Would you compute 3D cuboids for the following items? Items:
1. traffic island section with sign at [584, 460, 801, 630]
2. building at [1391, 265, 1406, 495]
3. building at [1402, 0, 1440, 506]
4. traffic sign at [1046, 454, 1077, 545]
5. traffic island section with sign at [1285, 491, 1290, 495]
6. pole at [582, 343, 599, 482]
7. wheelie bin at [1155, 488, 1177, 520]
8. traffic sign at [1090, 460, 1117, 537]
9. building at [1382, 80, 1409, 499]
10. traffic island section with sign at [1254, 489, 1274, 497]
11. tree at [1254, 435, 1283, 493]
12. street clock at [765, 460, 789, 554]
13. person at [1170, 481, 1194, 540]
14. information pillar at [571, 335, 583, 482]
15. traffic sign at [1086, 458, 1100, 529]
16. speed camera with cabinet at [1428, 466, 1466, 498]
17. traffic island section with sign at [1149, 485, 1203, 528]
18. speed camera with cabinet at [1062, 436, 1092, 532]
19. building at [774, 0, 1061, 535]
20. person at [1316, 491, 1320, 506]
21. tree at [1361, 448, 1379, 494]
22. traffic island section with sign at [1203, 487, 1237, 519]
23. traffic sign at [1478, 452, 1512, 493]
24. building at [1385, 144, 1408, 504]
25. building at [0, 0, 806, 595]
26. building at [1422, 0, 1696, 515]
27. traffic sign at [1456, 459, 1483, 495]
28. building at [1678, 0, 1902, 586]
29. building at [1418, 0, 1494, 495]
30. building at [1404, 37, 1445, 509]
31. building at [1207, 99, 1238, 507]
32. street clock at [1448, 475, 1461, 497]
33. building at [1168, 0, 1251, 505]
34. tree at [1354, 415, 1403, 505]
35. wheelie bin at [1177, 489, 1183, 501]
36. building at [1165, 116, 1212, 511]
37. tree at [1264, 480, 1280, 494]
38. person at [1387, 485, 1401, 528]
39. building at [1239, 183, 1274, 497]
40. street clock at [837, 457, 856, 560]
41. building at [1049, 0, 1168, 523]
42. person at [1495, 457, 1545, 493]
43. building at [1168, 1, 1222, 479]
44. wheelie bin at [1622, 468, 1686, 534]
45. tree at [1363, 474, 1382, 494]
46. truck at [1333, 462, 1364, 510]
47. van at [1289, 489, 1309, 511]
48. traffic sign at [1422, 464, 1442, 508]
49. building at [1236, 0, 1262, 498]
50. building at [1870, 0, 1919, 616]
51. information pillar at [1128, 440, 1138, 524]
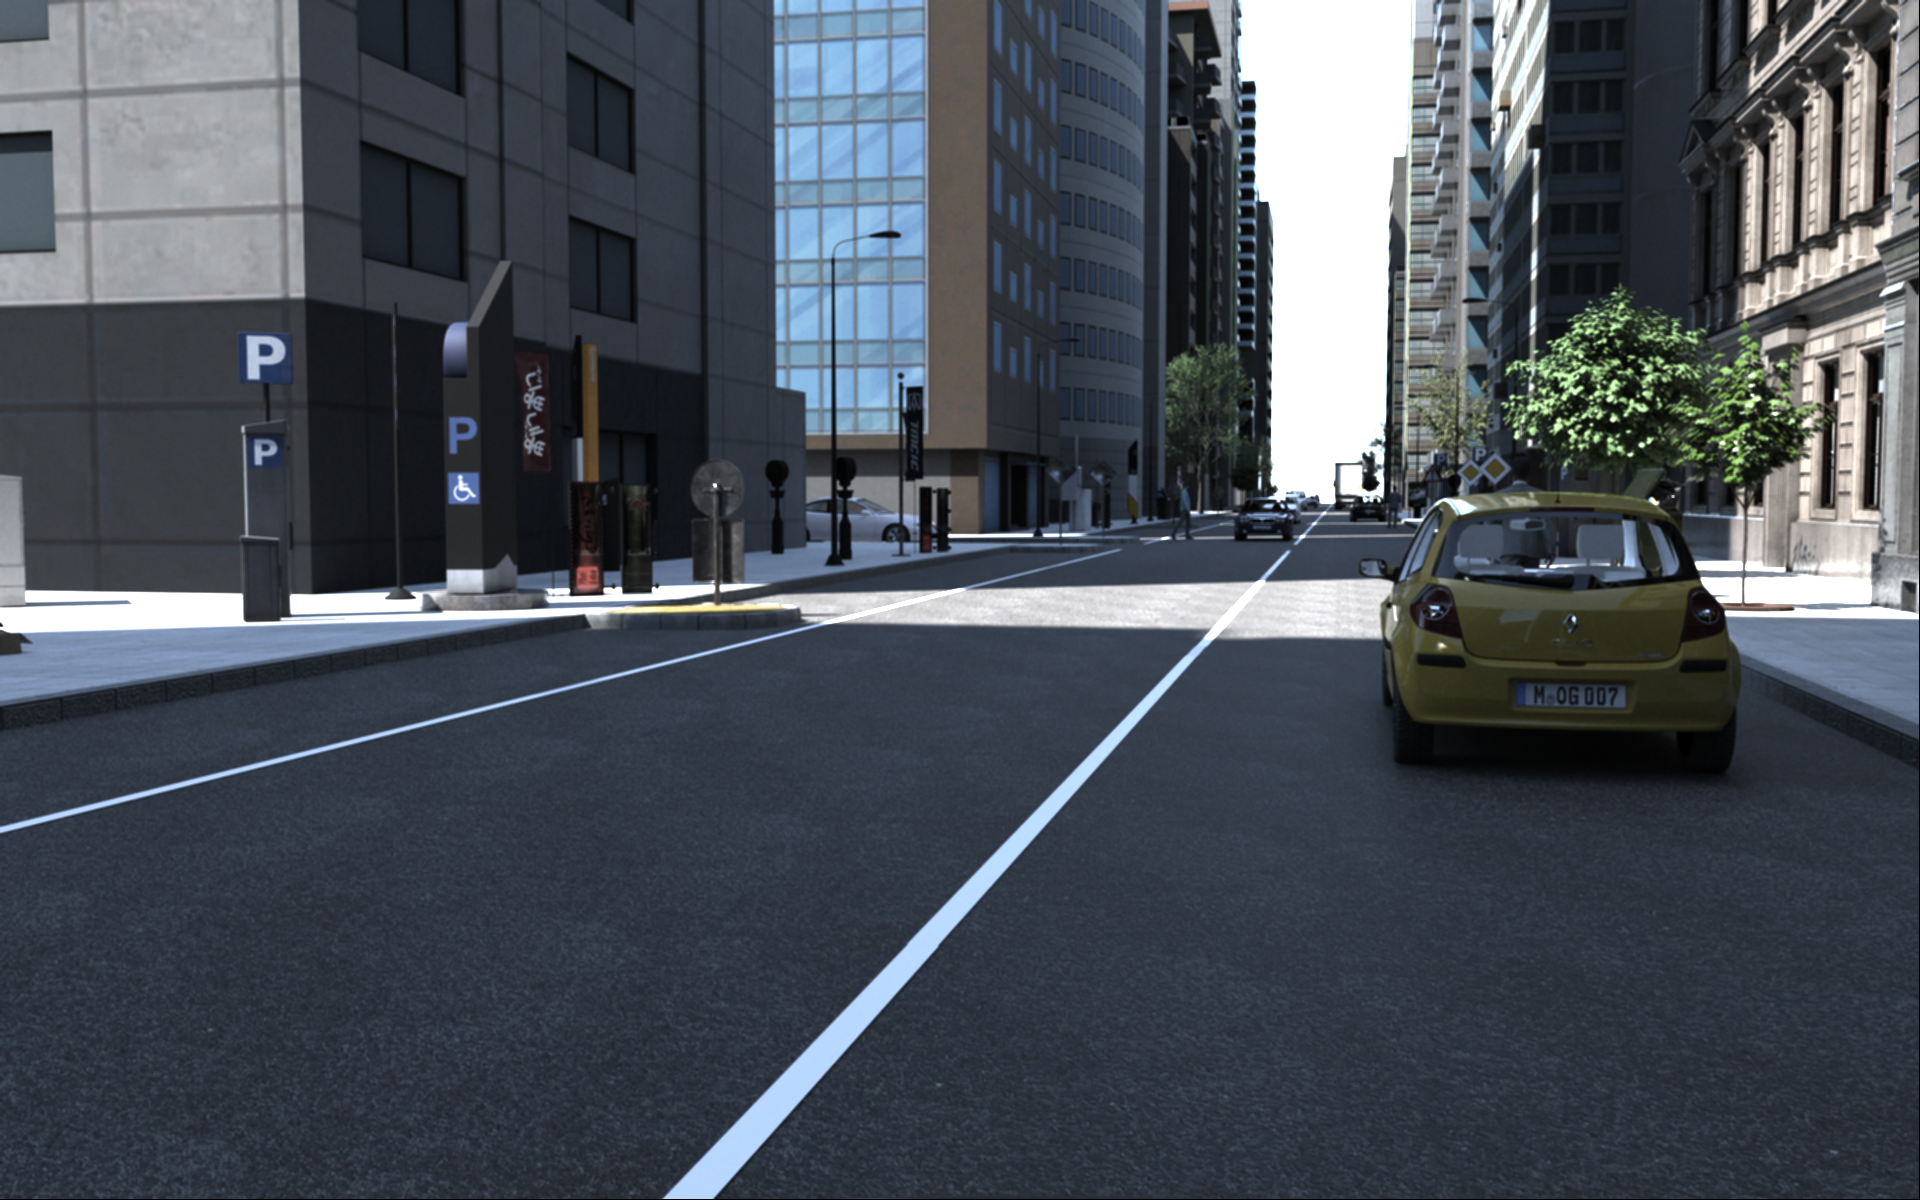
[{"bbox_3d":[-2.856,-0.649,19.238,1.989,1.847,2.006,1,4,12],"label":"traffic island section with sign"},{"bbox_3d":[61.603,-27.277,217.676,14.160,30.474,14.107,1,4,12],"label":"building"},{"bbox_3d":[56.477,-38.846,177.135,21.231,58.520,28.212,1,4,12],"label":"building"},{"bbox_3d":[2.535,-2.439,43.525,0.795,2.450,0.064,1,4,12],"label":"traffic sign"},{"bbox_3d":[49.286,-15.119,255.826,1.989,1.847,2.006,1,4,12],"label":"traffic island section with sign"},{"bbox_3d":[-5.027,-1.821,23.612,0.158,3.312,0.155,0,3,0],"label":"pole"},{"bbox_3d":[10.195,-4.822,86.744,0.693,1.594,0.980,2,4,32],"label":"wheelie bin"},{"bbox_3d":[4.254,-2.916,51.323,0.795,2.450,0.064,1,4,12],"label":"traffic sign"},{"bbox_3d":[75.454,-57.846,258.454,22.319,86.520,31.000,1,4,12],"label":"building"},{"bbox_3d":[25.534,-8.525,148.015,1.989,1.847,2.006,1,4,12],"label":"traffic island section with sign"},{"bbox_3d":[37.501,-15.993,211.842,4.360,8.622,3.978,0,3,0],"label":"tree"},{"bbox_3d":[-3.917,-1.991,37.130,0.471,2.002,0.358,2,4,32],"label":"street clock"},{"bbox_3d":[7.028,-2.826,54.561,0.748,1.841,0.638,1,4,21],"label":"person"},{"bbox_3d":[-5.683,-2.104,25.748,0.183,3.616,0.504,-1,4,-22],"label":"information pillar"},{"bbox_3d":[5.011,-3.867,63.233,0.884,2.594,0.081,1,4,13],"label":"traffic sign"},{"bbox_3d":[25.566,-5.908,90.933,0.660,3.252,2.038,-2,4,-34],"label":"speed camera with cabinet"},{"bbox_3d":[9.093,-3.962,73.413,1.989,1.847,2.006,1,4,12],"label":"traffic island section with sign"},{"bbox_3d":[3.989,-3.982,59.445,0.660,3.252,2.038,1,4,19],"label":"speed camera with cabinet"},{"bbox_3d":[-4.381,-25.124,60.885,14.600,45.320,14.200,1,4,12],"label":"building"},{"bbox_3d":[43.295,-12.317,209.867,0.705,1.826,1.348,0,4,-5],"label":"person"},{"bbox_3d":[63.996,-19.657,271.748,4.737,8.622,4.395,0,3,0],"label":"tree"},{"bbox_3d":[14.970,-5.594,100.085,1.989,1.847,2.006,1,4,12],"label":"traffic island section with sign"},{"bbox_3d":[12.730,-2.301,41.265,0.795,2.450,0.064,1,4,12],"label":"traffic sign"},{"bbox_3d":[68.792,-37.314,233.792,21.300,48.544,21.600,1,4,12],"label":"building"},{"bbox_3d":[-15.967,-36.312,31.952,20.611,71.187,20.563,1,4,12],"label":"building"},{"bbox_3d":[43.997,-24.974,100.199,32.217,40.220,23.993,1,4,12],"label":"building"},{"bbox_3d":[14.449,-2.778,49.063,0.795,2.450,0.064,1,4,12],"label":"traffic sign"},{"bbox_3d":[18.449,-9.978,27.770,10.561,19.102,19.286,1,4,12],"label":"building"},{"bbox_3d":[48.495,-31.494,134.533,23.786,49.044,30.456,1,4,12],"label":"building"},{"bbox_3d":[47.924,-28.995,157.657,14.154,41.232,14.086,1,4,12],"label":"building"},{"bbox_3d":[20.189,-30.092,175.605,14.154,41.232,14.086,1,4,12],"label":"building"},{"bbox_3d":[18.433,-3.669,64.560,0.358,2.002,0.471,-2,4,-24],"label":"street clock"},{"bbox_3d":[26.928,-47.854,220.667,20.563,71.187,20.611,1,4,12],"label":"building"},{"bbox_3d":[50.025,-16.539,204.825,7.601,10.594,8.767,-1,4,-16],"label":"tree"},{"bbox_3d":[12.729,-5.616,99.725,0.693,1.594,0.980,2,4,31],"label":"wheelie bin"},{"bbox_3d":[11.769,-22.139,133.679,14.160,30.474,14.107,1,4,12],"label":"building"},{"bbox_3d":[41.494,-14.520,232.006,1.663,3.219,1.824,0,3,0],"label":"tree"},{"bbox_3d":[18.495,-3.990,73.937,0.606,1.804,0.583,0,4,-8],"label":"person"},{"bbox_3d":[37.989,-39.668,272.278,21.300,48.544,21.600,1,4,12],"label":"building"},{"bbox_3d":[-2.256,-1.799,33.991,0.358,2.002,0.471,-3,4,-39],"label":"street clock"},{"bbox_3d":[-1.101,-33.493,89.611,21.231,58.520,28.212,1,4,12],"label":"building"},{"bbox_3d":[5.401,-0.488,16.753,0.678,1.792,0.850,1,4,16],"label":"person"},{"bbox_3d":[11.672,-30.618,155.225,22.147,44.769,28.867,1,4,12],"label":"building"},{"bbox_3d":[8.538,-0.828,21.451,0.693,1.594,0.980,0,4,-4],"label":"wheelie bin"},{"bbox_3d":[61.063,-16.745,257.500,4.285,4.588,4.351,0,3,0],"label":"tree"},{"bbox_3d":[35.209,-10.283,157.042,2.839,4.237,11.283,1,4,12],"label":"truck"},{"bbox_3d":[29.552,-8.846,151.635,2.013,2.044,4.112,1,4,11],"label":"van"},{"bbox_3d":[20.645,-4.631,75.724,0.884,2.594,0.081,1,4,18],"label":"traffic sign"},{"bbox_3d":[32.144,-57.049,245.427,22.319,86.520,31.000,1,4,12],"label":"building"},{"bbox_3d":[13.143,-9.814,9.611,9.793,20.994,18.267,1,4,12],"label":"building"},{"bbox_3d":[7.420,-5.072,74.280,0.504,3.616,0.183,-3,4,-39],"label":"information pillar"}]
